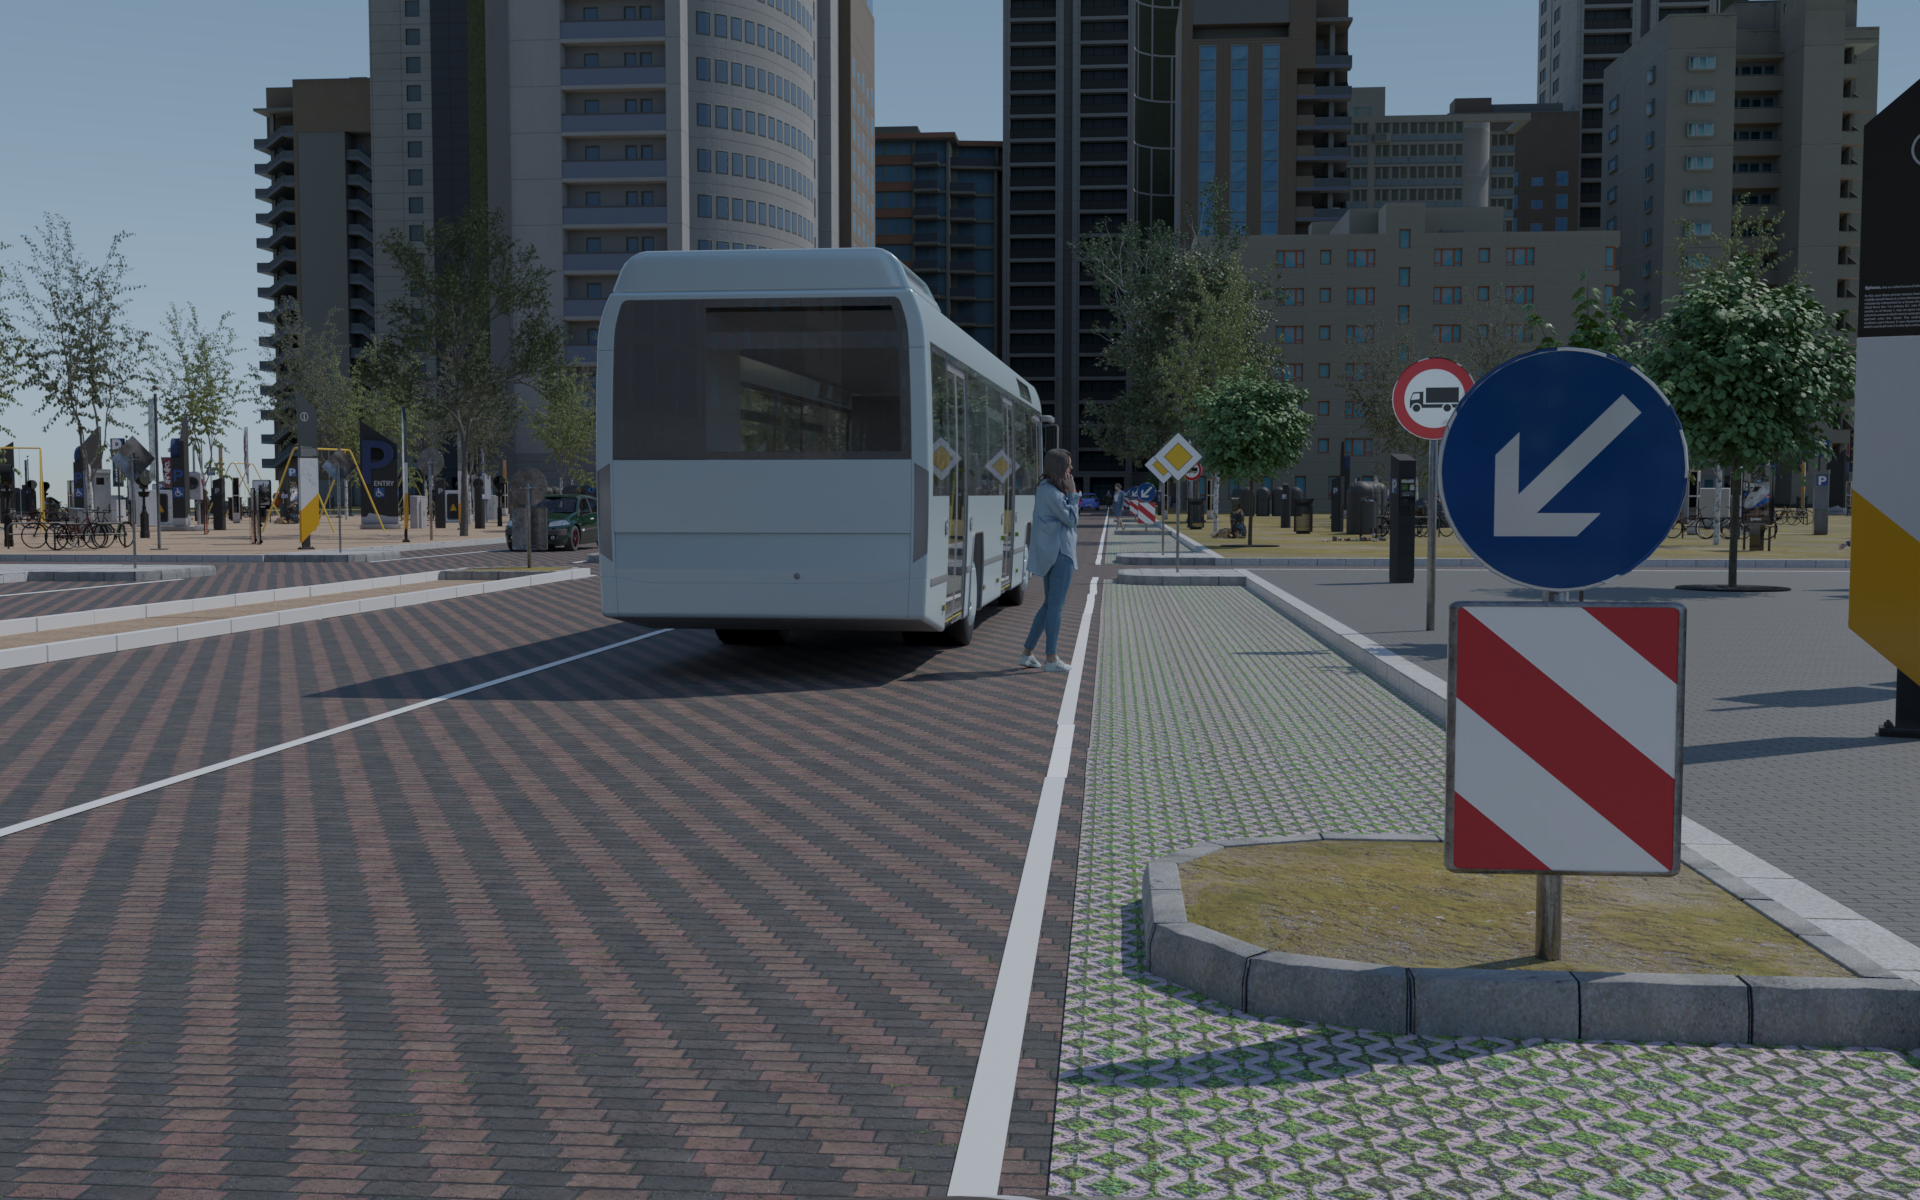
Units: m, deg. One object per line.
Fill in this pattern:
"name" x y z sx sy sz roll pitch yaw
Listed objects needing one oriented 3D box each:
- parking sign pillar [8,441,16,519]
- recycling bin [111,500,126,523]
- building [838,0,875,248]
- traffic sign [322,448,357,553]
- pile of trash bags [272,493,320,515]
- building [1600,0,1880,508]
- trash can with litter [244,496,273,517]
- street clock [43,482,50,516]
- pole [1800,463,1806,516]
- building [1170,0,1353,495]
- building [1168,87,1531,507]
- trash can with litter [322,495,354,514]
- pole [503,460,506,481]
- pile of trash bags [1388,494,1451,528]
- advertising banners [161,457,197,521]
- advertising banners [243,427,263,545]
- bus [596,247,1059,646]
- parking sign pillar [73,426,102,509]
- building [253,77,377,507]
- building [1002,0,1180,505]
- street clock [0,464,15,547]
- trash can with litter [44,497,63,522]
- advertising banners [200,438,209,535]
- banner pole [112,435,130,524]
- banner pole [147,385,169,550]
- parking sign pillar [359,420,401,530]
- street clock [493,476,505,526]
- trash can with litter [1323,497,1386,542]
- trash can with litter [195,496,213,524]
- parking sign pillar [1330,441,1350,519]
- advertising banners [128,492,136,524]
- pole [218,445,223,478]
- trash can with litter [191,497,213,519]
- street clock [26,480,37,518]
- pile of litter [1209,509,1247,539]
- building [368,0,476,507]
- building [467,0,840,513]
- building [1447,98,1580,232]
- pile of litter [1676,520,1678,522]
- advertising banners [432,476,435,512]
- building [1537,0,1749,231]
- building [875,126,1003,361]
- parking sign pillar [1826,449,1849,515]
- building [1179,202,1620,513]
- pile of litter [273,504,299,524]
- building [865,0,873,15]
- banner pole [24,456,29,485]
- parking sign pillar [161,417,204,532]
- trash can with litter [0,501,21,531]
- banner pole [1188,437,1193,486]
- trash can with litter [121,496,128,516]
"parking sign pillar" -48.907 -6.101 88.225 1.447 3.967 1.447 -3 4 -38
"recycling bin" -38.015 -3.992 77.830 0.722 1.027 0.722 0 4 6
"building" -15.060 -30.461 148.141 14.600 45.320 14.200 0 4 5
"traffic sign" -13.529 -2.087 37.763 0.795 2.450 0.064 0 4 5
"pile of trash bags" -41.718 -6.031 108.359 3.447 1.369 1.912 2 4 27
"building" 76.042 -33.332 168.674 21.600 48.544 21.300 0 4 5
"trash can with litter" -40.241 -5.411 99.531 2.233 1.210 1.678 -1 4 -22
"street clock" -53.306 -5.895 100.957 0.471 2.002 0.358 0 4 8
"pole" 45.416 -6.082 93.288 0.158 3.312 0.155 0 3 0
"building" 25.914 -30.659 151.388 14.600 45.320 14.200 0 4 5
"building" 36.684 -29.249 170.101 32.217 40.220 23.993 0 4 5
"trash can with litter" -40.315 -6.162 111.801 2.233 1.210 1.678 0 4 -5
"pole" -27.168 -6.699 103.371 0.158 3.312 0.155 0 3 0
"pile of trash bags" 16.881 -3.418 65.630 3.447 1.369 1.912 -2 4 -24
"advertising banners" -36.547 -5.219 81.513 2.074 3.025 0.090 0 4 1
"advertising banners" -18.197 -2.958 44.550 0.090 3.025 2.074 -2 4 -32
"bus" -0.722 -1.514 19.618 2.948 3.499 13.247 0 4 7
"parking sign pillar" -34.358 -4.879 68.241 1.447 3.967 1.447 0 4 5
"building" -64.446 -32.655 184.027 14.200 45.320 14.600 0 4 5
"building" 15.845 -46.913 205.287 20.611 71.187 20.563 0 4 5
"street clock" -23.128 -2.293 42.064 0.358 2.002 0.471 -1 4 -21
"trash can with litter" -40.328 -4.030 77.283 0.624 1.170 1.055 1 4 19
"advertising banners" -23.822 -3.572 54.592 0.090 3.025 2.074 -1 4 -19
"banner pole" -35.535 -5.103 73.456 0.401 3.779 0.863 3 5 41
"banner pole" -18.600 -3.056 39.986 0.401 3.779 0.863 -3 5 -39
"parking sign pillar" -21.168 -4.566 63.121 1.447 3.967 1.447 -1 4 -16
"street clock" -18.235 -3.915 68.581 0.471 2.002 0.358 -1 4 -18
"trash can with litter" 10.782 -2.222 47.389 2.233 1.210 1.678 -1 4 -20
"trash can with litter" -31.729 -3.777 73.147 1.055 1.170 0.624 -2 4 -28
"parking sign pillar" 19.802 -6.162 89.220 1.447 3.967 1.447 1 4 10
"advertising banners" -34.818 -4.711 73.217 0.090 3.025 2.074 -1 4 -9
"pole" -30.966 -4.817 72.594 0.158 3.312 0.155 0 3 0
"trash can with litter" -38.617 -4.716 88.166 1.678 1.210 2.233 0 4 -3
"street clock" -47.192 -5.108 88.083 0.471 2.002 0.358 -3 5 -44
"pile of litter" 7.797 -2.220 50.269 1.176 0.858 1.719 2 4 28
"building" -46.664 -45.313 179.119 20.611 71.187 20.563 0 4 5
"building" -21.445 -35.783 127.048 21.231 58.520 28.212 0 4 5
"building" 61.577 -33.564 198.884 14.200 45.320 14.600 0 4 5
"pile of litter" 32.476 -3.944 78.457 1.176 0.858 1.719 -1 4 -14
"advertising banners" -32.665 -6.872 108.549 2.074 3.025 0.090 3 5 41
"building" 79.199 -46.579 199.816 20.611 71.187 20.563 0 4 5
"building" -8.714 -33.921 209.237 28.867 44.769 22.147 0 4 5
"parking sign pillar" 52.991 -7.103 104.602 1.447 3.967 1.447 -1 4 -21
"building" 30.712 -17.392 129.399 27.650 21.520 28.899 0 4 5
"pile of litter" -28.910 -3.682 74.171 1.176 0.858 1.719 0 4 6
"building" -21.131 -52.706 174.415 31.000 86.520 22.319 0 4 5
"banner pole" -60.475 -7.478 112.284 0.401 3.779 0.863 -1 4 -9
"parking sign pillar" -26.950 -4.368 59.882 1.447 3.967 1.447 -1 4 -17
"trash can with litter" -34.311 -3.086 61.516 1.678 1.210 2.233 -2 4 -31
"banner pole" 9.116 -4.797 68.447 0.401 3.779 0.863 1 4 21
"trash can with litter" -48.624 -5.553 101.851 2.233 1.210 1.678 -1 4 -22
